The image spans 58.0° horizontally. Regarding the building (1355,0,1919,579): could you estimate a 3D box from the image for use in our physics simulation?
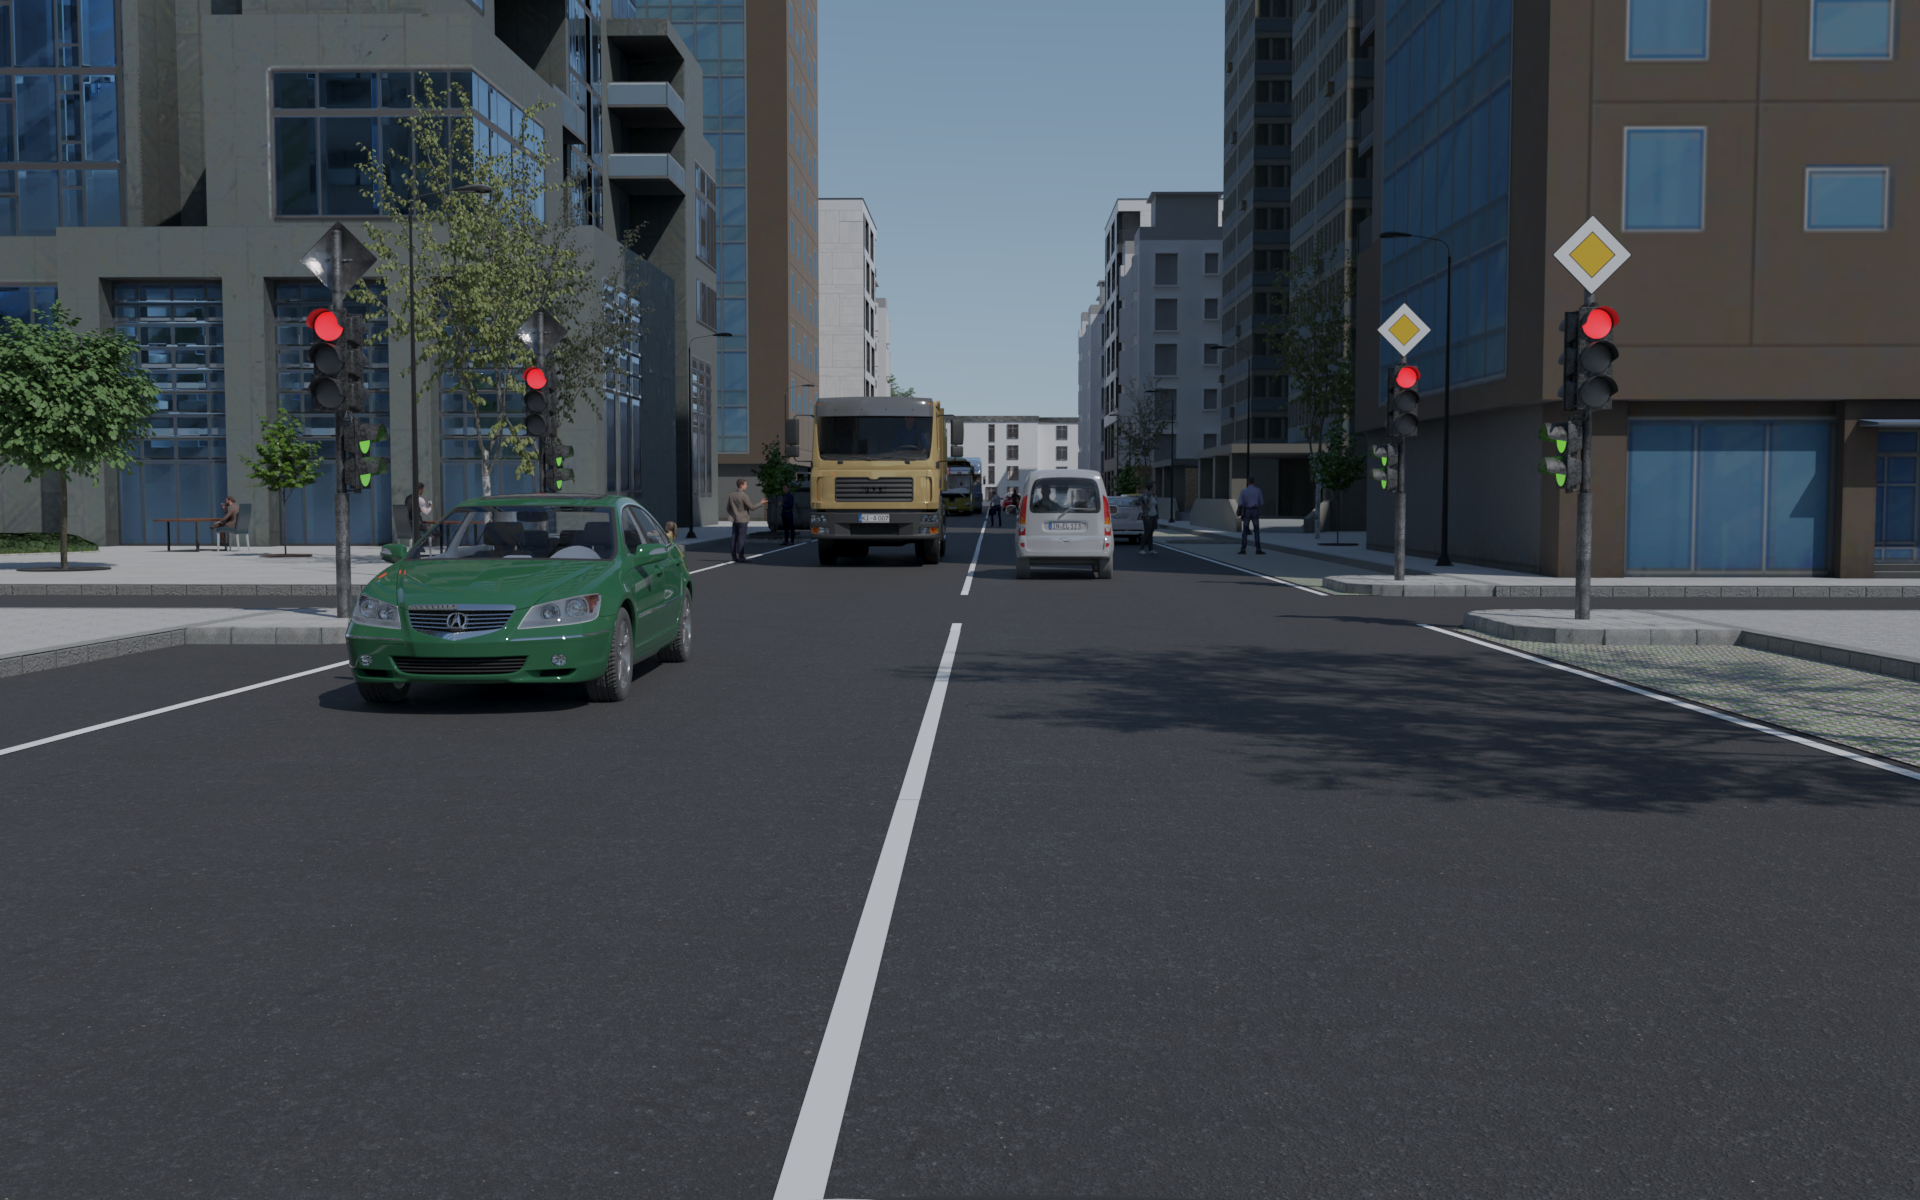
[{"bbox_3d":[15.963,-23.326,31.497,14.200,45.320,14.600,0,4,1],"label":"building"}]

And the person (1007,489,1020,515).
[{"bbox_3d":[3.734,-6.753,119.041,0.705,1.807,1.348,3,5,43],"label":"person"}]

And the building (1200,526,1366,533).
[{"bbox_3d":[25.513,-22.725,63.443,32.217,40.220,23.993,0,4,1],"label":"building"}]

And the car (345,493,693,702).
[{"bbox_3d":[-3.229,-0.102,13.462,2.131,1.459,4.920,0,4,0],"label":"car"}]

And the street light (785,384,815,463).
[{"bbox_3d":[-6.824,-6.155,73.170,1.470,5.913,1.316,0,4,1],"label":"street light"}]

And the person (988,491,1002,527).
[{"bbox_3d":[1.532,-4.000,76.105,0.614,1.554,0.590,-3,5,-43],"label":"person"}]

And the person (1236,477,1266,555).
[{"bbox_3d":[6.882,-1.993,40.950,0.709,1.838,0.599,1,4,8],"label":"person"}]

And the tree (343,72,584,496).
[{"bbox_3d":[-8.461,-4.891,30.335,4.737,8.622,4.395,0,3,0],"label":"tree"}]

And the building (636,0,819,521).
[{"bbox_3d":[-14.717,-26.700,86.658,14.600,45.320,14.200,0,4,1],"label":"building"}]

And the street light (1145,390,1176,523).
[{"bbox_3d":[8.944,-6.416,77.443,1.470,5.913,1.316,0,4,1],"label":"street light"}]

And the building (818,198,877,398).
[{"bbox_3d":[-20.655,-16.749,117.817,27.936,21.610,32.646,0,4,1],"label":"building"}]

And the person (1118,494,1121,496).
[{"bbox_3d":[10.239,-6.203,107.606,1.348,1.807,0.705,3,4,37],"label":"person"}]

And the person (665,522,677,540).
[{"bbox_3d":[-6.205,-1.205,36.131,0.695,0.859,0.347,2,4,27],"label":"person"}]

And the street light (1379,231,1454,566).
[{"bbox_3d":[8.097,-3.559,30.738,1.470,5.913,1.316,0,4,1],"label":"street light"}]

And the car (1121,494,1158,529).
[{"bbox_3d":[7.217,-3.754,71.602,2.015,1.641,3.980,0,4,2],"label":"car"}]

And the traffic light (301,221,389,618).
[{"bbox_3d":[-6.367,-1.769,17.844,0.839,4.253,0.868,0,4,1],"label":"traffic light"}]

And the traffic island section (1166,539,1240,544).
[{"bbox_3d":[7.009,-1.682,50.374,1.991,0.108,1.994,0,4,1],"label":"traffic island section"}]

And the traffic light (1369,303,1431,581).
[{"bbox_3d":[6.505,-2.243,25.601,0.839,4.253,0.868,0,4,1],"label":"traffic light"}]

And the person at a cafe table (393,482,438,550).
[{"bbox_3d":[-10.712,-1.629,35.148,1.698,1.524,1.622,2,4,32],"label":"person at a cafe table"}]

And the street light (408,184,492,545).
[{"bbox_3d":[-7.718,-3.279,26.154,1.470,5.913,1.316,0,4,1],"label":"street light"}]

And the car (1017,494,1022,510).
[{"bbox_3d":[5.927,-8.769,155.166,2.131,1.459,4.920,0,4,2],"label":"car"}]

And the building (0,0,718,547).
[{"bbox_3d":[-19.622,-45.399,54.946,22.319,86.520,31.000,0,4,1],"label":"building"}]

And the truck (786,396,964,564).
[{"bbox_3d":[-1.624,-2.537,37.411,3.469,3.379,9.791,0,4,1],"label":"truck"}]

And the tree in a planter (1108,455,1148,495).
[{"bbox_3d":[7.553,-4.941,78.005,1.991,3.239,1.994,0,4,1],"label":"tree in a planter"}]

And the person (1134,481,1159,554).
[{"bbox_3d":[4.503,-1.960,41.275,0.841,1.734,0.376,-3,5,-42],"label":"person"}]

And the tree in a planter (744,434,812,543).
[{"bbox_3d":[-5.443,-3.303,51.224,1.991,3.239,1.994,0,4,1],"label":"tree in a planter"}]

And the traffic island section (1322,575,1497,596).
[{"bbox_3d":[6.545,-0.210,25.714,2.009,0.180,2.903,0,4,1],"label":"traffic island section"}]

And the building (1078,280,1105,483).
[{"bbox_3d":[18.943,-18.486,158.669,16.016,20.091,11.380,0,4,1],"label":"building"}]

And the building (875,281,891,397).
[{"bbox_3d":[-14.025,-18.054,151.602,16.016,20.091,11.380,0,4,1],"label":"building"}]

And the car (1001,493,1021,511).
[{"bbox_3d":[4.472,-8.355,145.644,2.155,1.783,4.494,0,4,1],"label":"car"}]

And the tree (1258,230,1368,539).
[{"bbox_3d":[10.480,-6.059,49.435,4.737,8.622,4.395,0,3,0],"label":"tree"}]

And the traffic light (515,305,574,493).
[{"bbox_3d":[-6.214,-2.257,25.828,0.839,4.253,0.868,0,4,1],"label":"traffic light"}]

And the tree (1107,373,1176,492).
[{"bbox_3d":[11.040,-9.419,104.356,4.360,8.622,3.978,0,3,0],"label":"tree"}]

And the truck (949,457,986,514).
[{"bbox_3d":[0.482,-8.739,132.641,2.967,4.110,18.799,0,4,1],"label":"truck"}]

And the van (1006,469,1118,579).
[{"bbox_3d":[1.813,-1.444,30.614,2.013,2.044,4.112,0,4,2],"label":"van"}]

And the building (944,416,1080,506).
[{"bbox_3d":[8.438,-15.148,189.820,28.070,9.664,9.099,0,4,1],"label":"building"}]

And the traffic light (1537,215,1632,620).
[{"bbox_3d":[6.352,-1.755,17.617,0.839,4.253,0.868,0,4,1],"label":"traffic light"}]

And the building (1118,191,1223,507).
[{"bbox_3d":[18.640,-15.759,114.085,16.016,20.091,11.380,0,4,1],"label":"building"}]

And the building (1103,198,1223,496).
[{"bbox_3d":[25.118,-17.857,135.938,27.936,21.610,32.646,0,4,1],"label":"building"}]

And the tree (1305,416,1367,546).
[{"bbox_3d":[9.385,-2.979,43.315,1.663,3.219,1.824,0,3,0],"label":"tree"}]

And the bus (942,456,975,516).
[{"bbox_3d":[-0.366,-7.668,116.913,2.896,3.916,12.252,0,4,2],"label":"bus"}]

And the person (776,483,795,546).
[{"bbox_3d":[-4.878,-2.393,48.326,0.504,1.737,0.576,-3,5,-44],"label":"person"}]

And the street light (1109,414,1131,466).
[{"bbox_3d":[9.335,-7.839,100.707,1.470,5.913,1.316,0,4,1],"label":"street light"}]

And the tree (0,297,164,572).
[{"bbox_3d":[-15.087,-2.771,29.013,4.285,4.588,4.351,0,3,0],"label":"tree"}]

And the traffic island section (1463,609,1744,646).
[{"bbox_3d":[6.392,0.278,17.730,2.009,0.180,2.903,0,4,1],"label":"traffic island section"}]

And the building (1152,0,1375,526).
[{"bbox_3d":[26.491,-24.227,87.999,32.217,40.220,23.993,0,4,1],"label":"building"}]

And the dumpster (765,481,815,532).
[{"bbox_3d":[-5.523,-3.037,57.867,1.865,1.857,1.264,0,4,0],"label":"dumpster"}]

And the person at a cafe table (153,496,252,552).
[{"bbox_3d":[-16.746,-1.707,38.763,1.726,1.238,1.698,1,4,11],"label":"person at a cafe table"}]

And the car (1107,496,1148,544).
[{"bbox_3d":[4.451,-2.355,50.867,2.083,1.381,4.827,0,4,0],"label":"car"}]

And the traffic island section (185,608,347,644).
[{"bbox_3d":[-6.407,0.263,17.980,2.009,0.180,2.903,0,4,1],"label":"traffic island section"}]

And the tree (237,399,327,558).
[{"bbox_3d":[-13.867,-2.483,35.196,1.663,3.219,1.824,0,3,0],"label":"tree"}]

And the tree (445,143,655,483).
[{"bbox_3d":[-8.808,-5.318,37.307,4.360,8.622,3.978,0,3,0],"label":"tree"}]

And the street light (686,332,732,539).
[{"bbox_3d":[-7.235,-4.732,49.907,1.470,5.913,1.316,0,4,1],"label":"street light"}]

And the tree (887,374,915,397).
[{"bbox_3d":[-7.061,-14.980,163.056,7.486,12.596,7.792,0,3,0],"label":"tree"}]

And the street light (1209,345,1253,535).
[{"bbox_3d":[8.479,-4.993,54.181,1.470,5.913,1.316,0,4,1],"label":"street light"}]

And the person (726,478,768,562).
[{"bbox_3d":[-4.498,-1.686,36.594,0.750,1.759,0.617,-2,4,-34],"label":"person"}]
